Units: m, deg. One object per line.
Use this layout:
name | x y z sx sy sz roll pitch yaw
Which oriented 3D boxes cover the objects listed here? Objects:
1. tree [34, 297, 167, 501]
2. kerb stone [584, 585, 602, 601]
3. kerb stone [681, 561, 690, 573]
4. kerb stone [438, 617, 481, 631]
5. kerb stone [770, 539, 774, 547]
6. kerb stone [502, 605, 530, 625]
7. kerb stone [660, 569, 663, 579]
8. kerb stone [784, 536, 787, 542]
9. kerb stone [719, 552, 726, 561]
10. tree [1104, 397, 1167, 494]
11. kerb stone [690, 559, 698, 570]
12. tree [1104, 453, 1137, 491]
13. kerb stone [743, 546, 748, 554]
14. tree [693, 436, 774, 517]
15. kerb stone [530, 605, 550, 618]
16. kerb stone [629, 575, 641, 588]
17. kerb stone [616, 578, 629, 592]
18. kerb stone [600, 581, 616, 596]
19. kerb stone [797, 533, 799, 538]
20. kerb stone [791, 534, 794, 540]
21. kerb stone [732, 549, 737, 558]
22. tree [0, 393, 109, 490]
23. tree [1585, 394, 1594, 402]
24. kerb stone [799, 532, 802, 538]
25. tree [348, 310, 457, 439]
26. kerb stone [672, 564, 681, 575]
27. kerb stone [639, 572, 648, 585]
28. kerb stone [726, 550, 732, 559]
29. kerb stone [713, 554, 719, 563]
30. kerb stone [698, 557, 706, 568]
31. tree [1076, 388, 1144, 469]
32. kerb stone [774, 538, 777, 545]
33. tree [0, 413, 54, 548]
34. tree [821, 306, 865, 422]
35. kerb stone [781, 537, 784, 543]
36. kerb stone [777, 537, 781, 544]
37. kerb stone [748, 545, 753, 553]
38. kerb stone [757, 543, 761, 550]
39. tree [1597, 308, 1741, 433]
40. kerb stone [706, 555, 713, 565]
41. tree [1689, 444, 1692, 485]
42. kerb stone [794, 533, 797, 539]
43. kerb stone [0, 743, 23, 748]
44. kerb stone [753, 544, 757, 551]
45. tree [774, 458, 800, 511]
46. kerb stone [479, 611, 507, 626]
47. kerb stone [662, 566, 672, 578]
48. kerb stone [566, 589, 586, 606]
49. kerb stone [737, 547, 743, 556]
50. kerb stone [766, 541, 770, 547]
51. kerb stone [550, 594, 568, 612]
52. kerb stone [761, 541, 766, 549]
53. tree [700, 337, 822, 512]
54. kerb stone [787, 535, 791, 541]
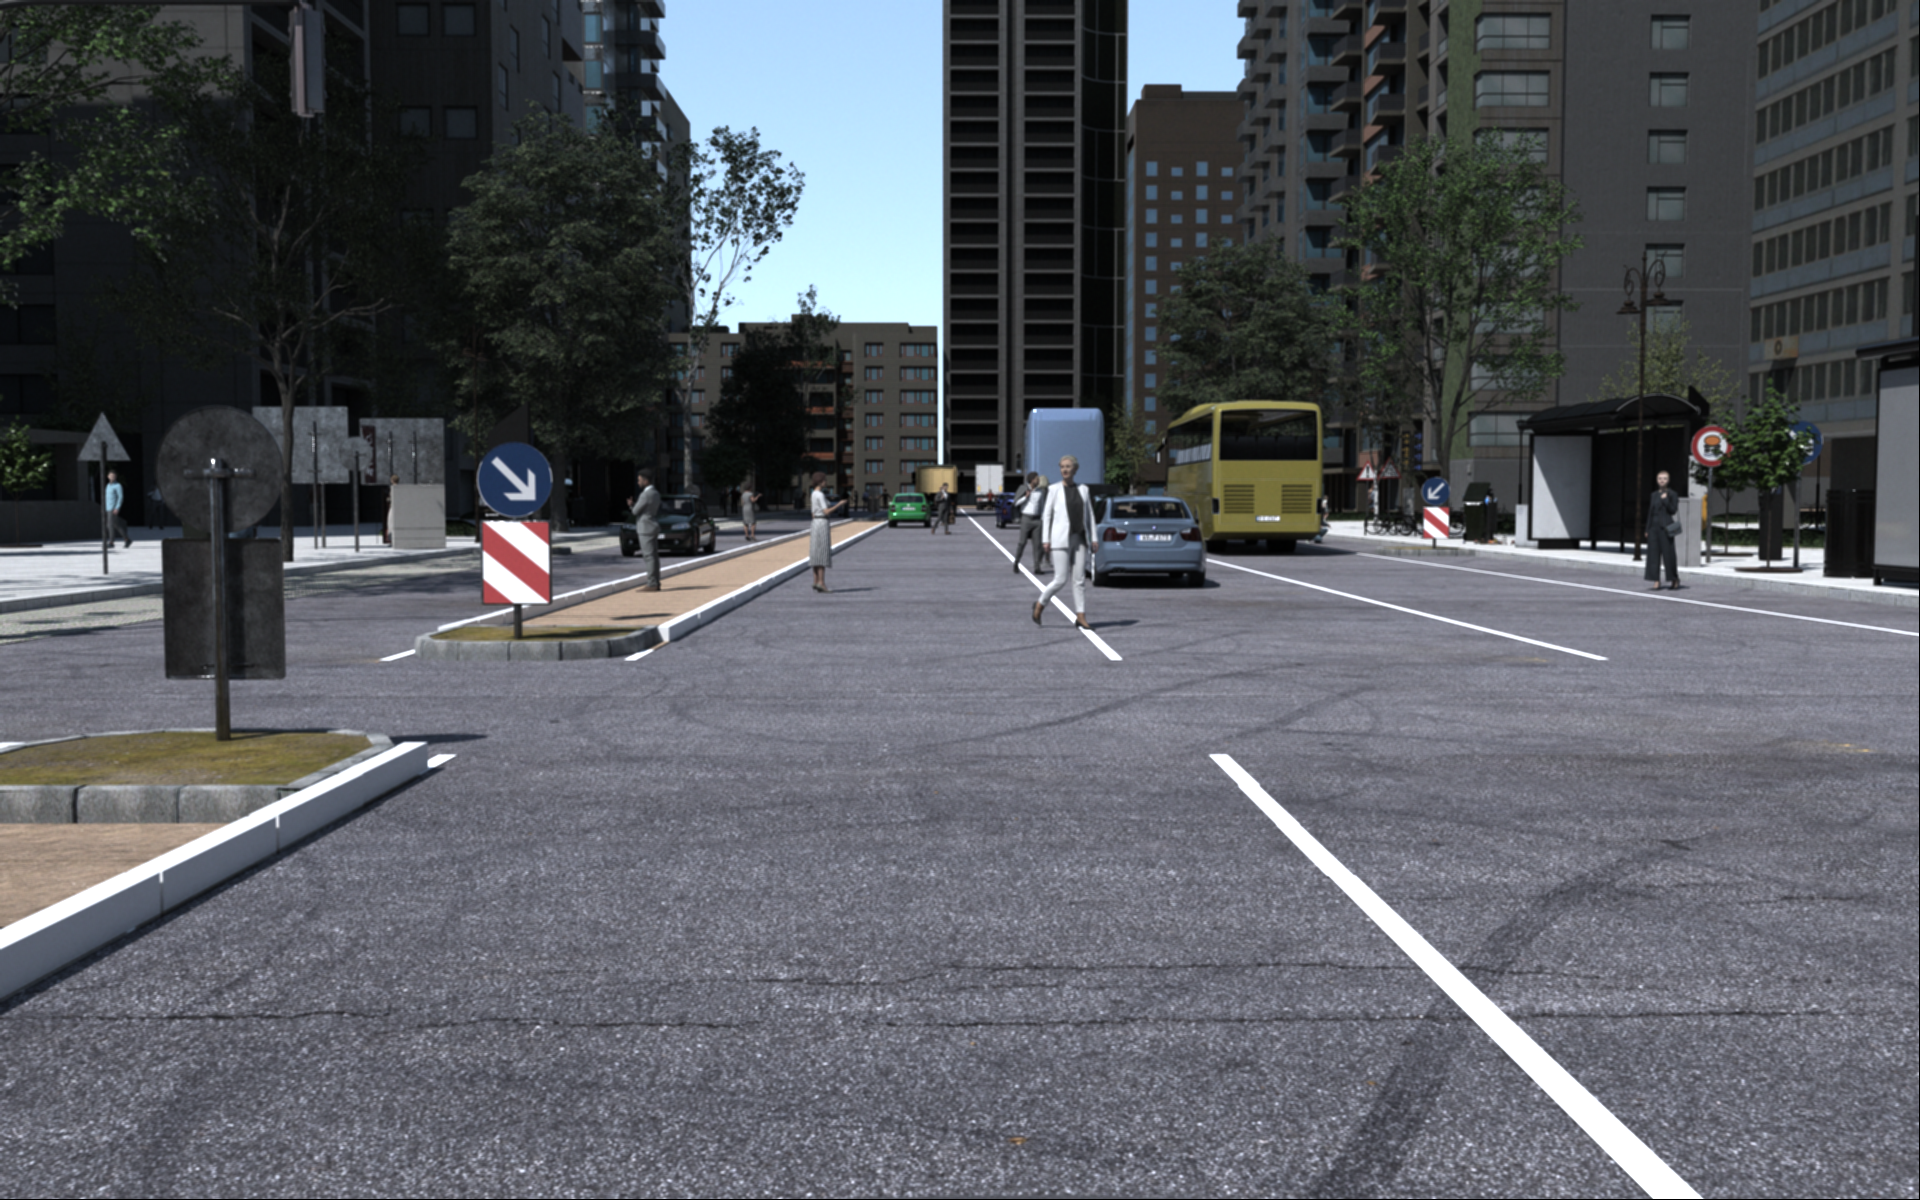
tree | -32.676 -7.044 65.527 4.737 8.622 4.395 0 3 0
kerb stone | -5.022 -0.069 23.352 0.120 0.150 1.000 0 4 0
kerb stone | -5.094 -0.572 31.548 0.120 0.150 1.000 0 4 0
kerb stone | -4.977 0.306 17.196 0.120 0.150 1.000 0 4 0
kerb stone | -5.228 -1.513 46.935 0.120 0.150 1.000 0 4 0
kerb stone | -4.991 0.181 19.241 0.120 0.150 1.000 0 4 0
kerb stone | -5.071 -0.384 28.481 0.120 0.150 1.000 0 4 0
kerb stone | -5.266 -1.764 51.035 0.120 0.150 1.000 0 4 0
kerb stone | -5.138 -0.885 36.676 0.120 0.150 1.000 0 4 0
tree | 13.153 -11.038 130.839 4.737 8.622 4.395 0 3 0
kerb stone | -5.105 -0.635 32.575 0.120 0.150 1.000 0 4 0
tree | 12.693 -9.564 140.082 4.285 4.588 4.351 0 3 0
kerb stone | -5.176 -1.136 40.775 0.120 0.150 1.000 0 4 0
tree | -13.257 -6.937 97.140 4.285 4.588 4.351 0 3 0
kerb stone | -5.003 0.118 20.269 0.120 0.150 1.000 0 4 0
kerb stone | -5.050 -0.250 26.426 0.120 0.150 1.000 0 4 0
kerb stone | -5.040 -0.192 25.399 0.120 0.150 1.000 0 4 0
kerb stone | -5.038 -0.133 24.374 0.120 0.150 1.000 0 4 0
kerb stone | -5.298 -2.015 55.147 0.120 0.150 1.000 0 4 0
kerb stone | -5.285 -1.890 53.094 0.120 0.150 1.000 0 4 0
kerb stone | -5.153 -1.011 38.723 0.120 0.150 1.000 0 4 0
tree | -31.748 -4.716 60.814 4.285 4.588 4.351 0 3 0
tree | 29.364 -7.600 74.624 4.737 8.622 4.395 0 3 0
kerb stone | -5.306 -2.074 56.181 0.120 0.150 1.000 0 4 0
tree | -22.575 -7.331 70.229 4.737 8.622 4.395 0 3 0
kerb stone | -5.094 -0.510 30.526 0.120 0.150 1.000 0 4 0
kerb stone | -5.065 -0.321 27.452 0.120 0.150 1.000 0 4 0
kerb stone | -5.150 -0.945 37.699 0.120 0.150 1.000 0 4 0
kerb stone | -5.130 -0.823 35.654 0.120 0.150 1.000 0 4 0
kerb stone | -5.115 -0.698 33.608 0.120 0.150 1.000 0 4 0
tree | 12.448 -13.313 152.084 8.767 10.594 7.601 -2 4 -27
kerb stone | -5.235 -1.566 47.963 0.120 0.150 1.000 0 4 0
tree | -22.551 -2.876 41.619 1.663 3.219 1.824 0 3 0
tree | -15.040 -18.497 158.307 12.611 20.169 13.585 0 3 0
kerb stone | -5.252 -1.701 50.013 0.120 0.150 1.000 0 4 0
kerb stone | -5.243 -1.637 48.991 0.120 0.150 1.000 0 4 0
kerb stone | -5.184 -1.199 41.798 0.120 0.150 1.000 0 4 0
kerb stone | -5.205 -1.325 43.860 0.120 0.150 1.000 0 4 0
tree | 28.200 -7.213 68.295 4.737 8.622 4.395 0 3 0
kerb stone | -5.121 -0.761 34.632 0.120 0.150 1.000 0 4 0
tree | 16.045 -2.526 35.907 1.663 3.219 1.824 0 3 0
kerb stone | -5.283 -1.950 54.120 0.120 0.150 1.000 0 4 0
kerb stone | -4.889 0.843 8.471 0.120 0.150 1.000 0 4 0
kerb stone | -5.187 -1.260 42.827 0.120 0.150 1.000 0 4 0
tree | -14.190 -9.270 135.270 4.285 4.588 4.351 0 3 0
kerb stone | -4.984 0.247 18.219 0.120 0.150 1.000 0 4 0
kerb stone | -5.082 -0.446 29.504 0.120 0.150 1.000 0 4 0
kerb stone | -5.023 -0.006 22.325 0.120 0.150 1.000 0 4 0
kerb stone | -5.162 -1.073 39.746 0.120 0.150 1.000 0 4 0
kerb stone | -5.219 -1.450 45.910 0.120 0.150 1.000 0 4 0
kerb stone | -5.015 0.055 21.293 0.120 0.150 1.000 0 4 0
kerb stone | -5.201 -1.388 44.883 0.120 0.150 1.000 0 4 0
tree | -14.541 -12.827 126.734 9.611 12.733 9.660 0 3 0
kerb stone | -5.269 -1.827 52.061 0.120 0.150 1.000 0 4 0
